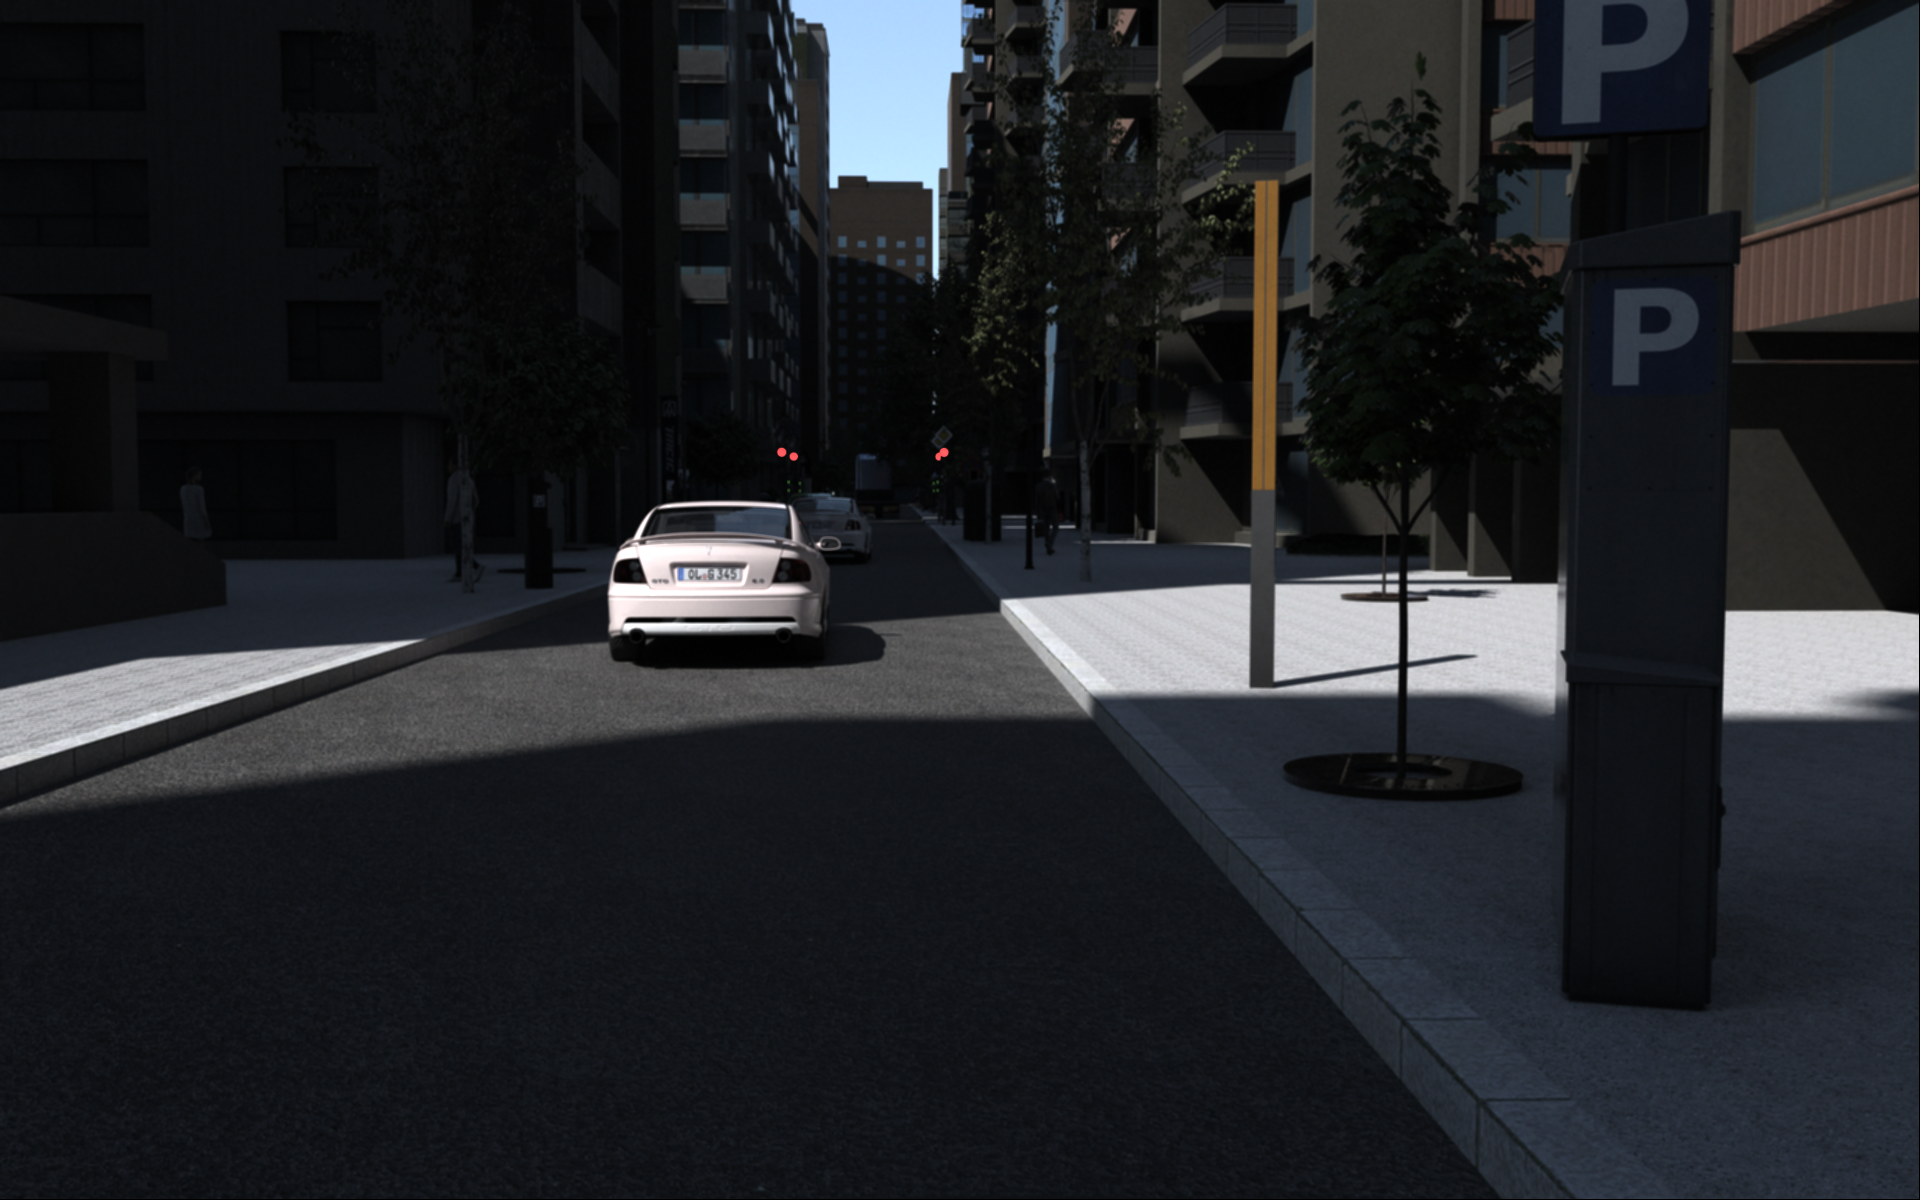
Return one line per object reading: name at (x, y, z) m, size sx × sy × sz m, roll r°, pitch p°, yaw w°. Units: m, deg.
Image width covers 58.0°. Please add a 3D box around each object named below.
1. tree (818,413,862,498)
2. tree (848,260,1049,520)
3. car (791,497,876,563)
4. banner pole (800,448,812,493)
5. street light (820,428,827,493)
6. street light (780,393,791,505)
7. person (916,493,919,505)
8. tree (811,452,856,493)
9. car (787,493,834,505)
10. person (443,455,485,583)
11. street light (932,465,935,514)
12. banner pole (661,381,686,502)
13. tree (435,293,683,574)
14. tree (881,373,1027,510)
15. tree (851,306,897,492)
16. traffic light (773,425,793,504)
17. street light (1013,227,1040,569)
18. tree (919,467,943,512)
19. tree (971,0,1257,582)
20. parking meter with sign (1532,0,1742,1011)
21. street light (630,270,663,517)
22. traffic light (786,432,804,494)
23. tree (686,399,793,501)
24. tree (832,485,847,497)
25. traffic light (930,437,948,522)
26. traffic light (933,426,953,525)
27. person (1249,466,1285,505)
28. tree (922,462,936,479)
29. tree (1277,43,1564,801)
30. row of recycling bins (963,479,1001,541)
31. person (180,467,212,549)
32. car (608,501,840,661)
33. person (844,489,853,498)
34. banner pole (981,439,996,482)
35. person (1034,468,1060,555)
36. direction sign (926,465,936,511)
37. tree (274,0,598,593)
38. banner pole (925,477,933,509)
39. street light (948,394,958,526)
tree at (-10.601, -12.460, 154.083) m, size 4.360 × 8.622 × 3.978 m, roll 0°, pitch 3°, yaw 0°
tree at (-0.479, -10.284, 85.158) m, size 9.611 × 12.733 × 9.660 m, roll 0°, pitch 3°, yaw 0°
car at (-2.863, -1.514, 37.112) m, size 2.083 × 1.381 × 4.827 m, roll 0°, pitch 4°, yaw -1°
banner pole at (-8.350, -6.381, 94.344) m, size 0.863 × 3.779 × 0.401 m, roll 1°, pitch 4°, yaw 11°
street light at (-9.367, -8.979, 119.595) m, size 0.468 × 5.910 × 1.993 m, roll 0°, pitch 4°, yaw -2°
street light at (-8.025, -6.525, 79.472) m, size 0.468 × 5.910 × 1.993 m, roll 0°, pitch 4°, yaw -2°
person at (-4.796, -11.447, 196.434) m, size 0.421 × 1.427 × 0.697 m, roll 1°, pitch 4°, yaw 21°
tree at (-9.824, -9.091, 132.349) m, size 4.285 × 4.588 × 4.351 m, roll 0°, pitch 3°, yaw 0°
car at (-4.471, -2.695, 52.851) m, size 1.959 × 1.807 × 4.718 m, roll 0°, pitch 4°, yaw -1°
person at (-7.195, -1.180, 25.175) m, size 0.795 × 1.843 × 0.661 m, roll 1°, pitch 4°, yaw 18°
street light at (-1.731, -8.626, 113.828) m, size 0.468 × 5.910 × 1.993 m, roll 0°, pitch 4°, yaw -2°
banner pole at (-6.346, -2.977, 38.685) m, size 0.863 × 3.779 × 0.401 m, roll 2°, pitch 4°, yaw 27°
tree at (-6.943, -2.744, 28.579) m, size 4.285 × 4.588 × 4.351 m, roll 0°, pitch 3°, yaw 0°
tree at (-0.291, -9.942, 96.972) m, size 8.767 × 10.594 × 7.601 m, roll 0°, pitch 4°, yaw 1°
tree at (0.515, -5.735, 44.134) m, size 4.737 × 8.622 × 4.395 m, roll 0°, pitch 3°, yaw 0°
traffic light at (-7.234, -5.003, 70.723) m, size 0.839 × 4.253 × 0.868 m, roll 0°, pitch 4°, yaw -2°
street light at (1.184, -3.467, 29.469) m, size 0.468 × 5.910 × 1.993 m, roll 0°, pitch 4°, yaw -2°
tree at (-1.660, -7.810, 122.296) m, size 1.663 × 3.219 × 1.824 m, roll 0°, pitch 3°, yaw 0°
tree at (1.968, -4.565, 25.004) m, size 4.737 × 8.622 × 4.395 m, roll 0°, pitch 3°, yaw 0°
parking meter with sign at (1.958, -0.537, 5.047) m, size 0.543 × 3.016 × 1.738 m, roll 1°, pitch 4°, yaw 17°
street light at (-6.473, -3.857, 35.851) m, size 0.468 × 5.910 × 1.993 m, roll 0°, pitch 4°, yaw -2°
traffic light at (-7.513, -5.491, 78.703) m, size 0.839 × 4.253 × 0.868 m, roll 0°, pitch 4°, yaw -2°
tree at (-8.456, -4.678, 60.206) m, size 4.285 × 4.588 × 4.351 m, roll 0°, pitch 3°, yaw 0°
tree at (-11.555, -10.485, 166.027) m, size 1.663 × 3.219 × 1.824 m, roll 0°, pitch 3°, yaw 0°
traffic light at (-0.957, -5.506, 78.947) m, size 0.839 × 4.253 × 0.868 m, roll 0°, pitch 4°, yaw -2°
traffic light at (-0.678, -5.018, 70.967) m, size 0.839 × 4.253 × 0.868 m, roll 0°, pitch 4°, yaw -2°
person at (5.684, -1.585, 32.132) m, size 0.473 × 1.802 × 0.592 m, roll -3°, pitch 5°, yaw -40°
tree at (-1.515, -9.650, 141.494) m, size 4.285 × 4.588 × 4.351 m, roll 0°, pitch 3°, yaw 0°
tree at (1.914, -0.790, 7.519) m, size 1.663 × 3.219 × 1.824 m, roll 0°, pitch 3°, yaw 0°
row of recycling bins at (0.564, -2.543, 48.685) m, size 1.069 × 1.692 × 3.534 m, roll 0°, pitch 4°, yaw -3°
person at (-12.720, -1.347, 28.814) m, size 0.466 × 1.731 × 0.760 m, roll -1°, pitch 4°, yaw -19°
car at (-2.171, -0.241, 16.301) m, size 2.083 × 1.381 × 4.827 m, roll 0°, pitch 4°, yaw -4°
person at (-12.265, -11.143, 188.238) m, size 1.348 × 1.824 × 0.705 m, roll -1°, pitch 4°, yaw -17°
banner pole at (1.338, -5.409, 78.453) m, size 0.863 × 3.779 × 0.401 m, roll 0°, pitch 4°, yaw 1°
person at (1.848, -1.875, 36.666) m, size 0.622 × 1.834 × 0.822 m, roll 2°, pitch 4°, yaw 25°
direction sign at (-2.223, -8.623, 132.975) m, size 0.876 × 3.537 × 0.379 m, roll -2°, pitch 4°, yaw -31°
tree at (-6.376, -4.380, 21.979) m, size 4.360 × 8.622 × 3.978 m, roll 0°, pitch 3°, yaw 0°
banner pole at (-2.589, -9.601, 146.997) m, size 0.863 × 3.779 × 0.401 m, roll 0°, pitch 4°, yaw 2°
street light at (-0.267, -5.972, 70.434) m, size 0.468 × 5.910 × 1.993 m, roll 0°, pitch 4°, yaw -2°
